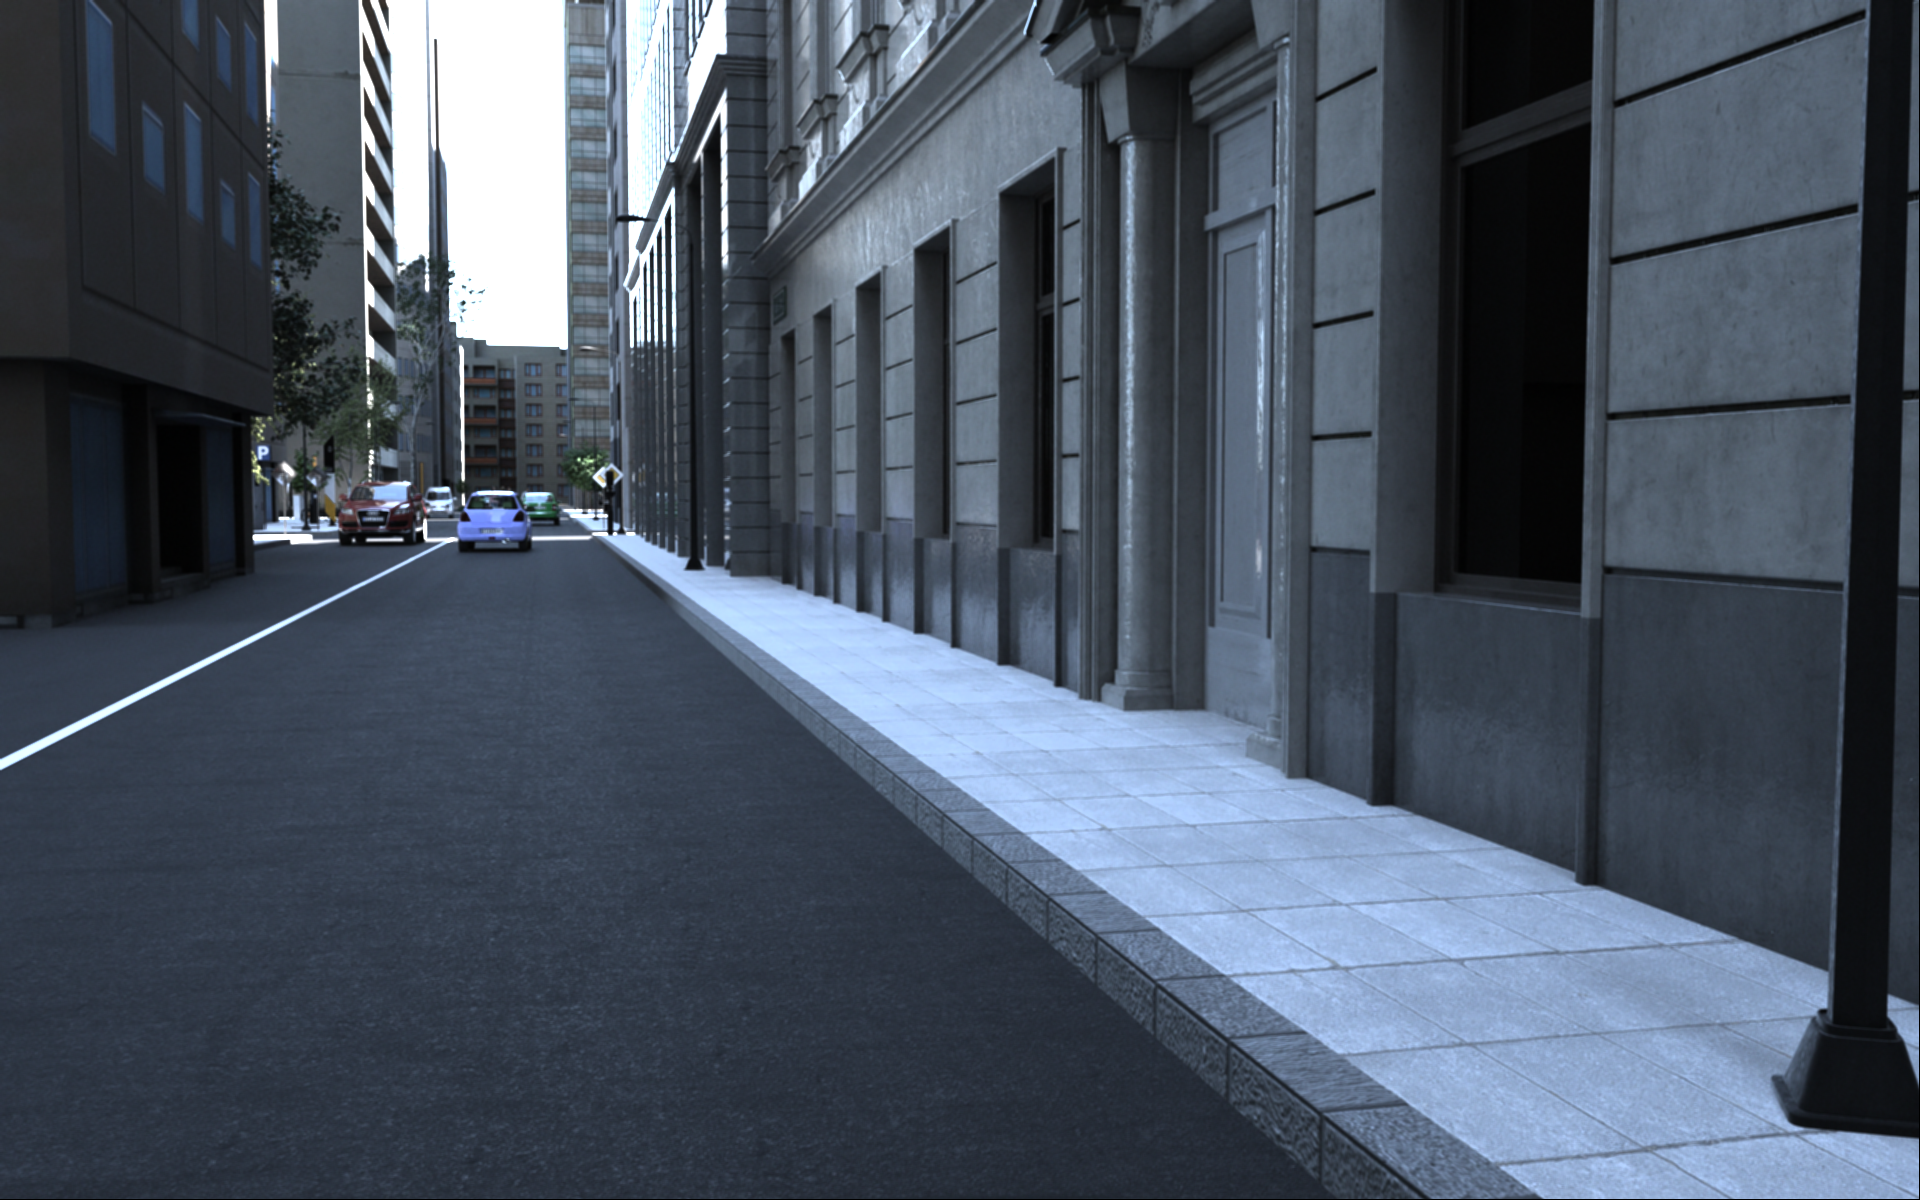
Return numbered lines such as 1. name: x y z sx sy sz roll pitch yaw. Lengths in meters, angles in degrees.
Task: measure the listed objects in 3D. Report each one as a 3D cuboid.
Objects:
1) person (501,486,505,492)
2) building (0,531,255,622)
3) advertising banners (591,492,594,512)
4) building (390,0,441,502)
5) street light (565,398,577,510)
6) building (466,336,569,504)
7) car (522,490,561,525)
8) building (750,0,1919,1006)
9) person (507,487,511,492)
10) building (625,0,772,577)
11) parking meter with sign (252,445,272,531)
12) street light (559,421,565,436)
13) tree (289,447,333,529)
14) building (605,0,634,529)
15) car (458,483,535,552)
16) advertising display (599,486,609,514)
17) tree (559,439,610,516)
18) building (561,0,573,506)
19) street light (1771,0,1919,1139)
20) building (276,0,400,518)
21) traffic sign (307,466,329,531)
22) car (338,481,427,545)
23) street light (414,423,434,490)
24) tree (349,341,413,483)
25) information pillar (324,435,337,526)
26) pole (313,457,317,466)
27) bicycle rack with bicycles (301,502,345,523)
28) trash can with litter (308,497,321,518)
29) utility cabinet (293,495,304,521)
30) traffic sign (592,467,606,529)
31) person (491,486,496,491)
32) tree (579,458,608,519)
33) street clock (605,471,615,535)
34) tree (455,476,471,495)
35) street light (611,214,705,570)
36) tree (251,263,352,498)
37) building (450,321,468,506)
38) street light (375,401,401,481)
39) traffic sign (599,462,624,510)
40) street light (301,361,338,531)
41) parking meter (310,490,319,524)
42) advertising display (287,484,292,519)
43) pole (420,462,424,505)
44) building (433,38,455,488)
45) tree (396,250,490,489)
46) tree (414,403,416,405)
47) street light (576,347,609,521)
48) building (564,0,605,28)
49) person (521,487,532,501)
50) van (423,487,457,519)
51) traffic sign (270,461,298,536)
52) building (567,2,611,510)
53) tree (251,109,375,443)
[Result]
1. person: -20.424 -4.198 77.551 0.576 1.772 0.534 -2 4 -28
2. building: -17.625 -22.749 22.062 14.600 45.320 14.200 -1 4 -14
3. advertising banners: -25.870 -7.676 121.683 0.090 3.025 2.074 -1 4 -16
4. building: -55.354 -36.819 143.981 21.231 58.520 28.212 -1 4 -14
5. street light: -18.214 -6.808 83.845 1.470 5.913 1.316 -1 4 -14
6. building: -63.865 -23.403 227.672 28.899 21.520 27.650 -1 4 -14
7. car: -19.562 -4.394 80.640 1.959 1.807 4.718 -1 4 -13
8. building: 9.813 -14.062 6.330 17.030 29.872 44.131 -1 4 -14
9. person: -26.926 -5.814 103.336 0.755 1.850 0.659 0 4 -3
10. building: -1.777 -16.147 41.503 11.434 29.767 29.804 -1 4 -14
11. parking meter with sign: -24.975 -3.966 61.100 0.543 3.016 1.738 0 4 8
12. street light: -24.395 -8.384 109.620 1.470 5.913 1.316 -1 4 -14
13. tree: -24.500 -4.284 64.651 1.663 3.219 1.824 0 3 0
14. building: -4.383 -38.827 73.069 20.611 71.187 20.563 -1 4 -14
15. car: -11.883 -2.126 44.356 1.945 1.707 3.694 -1 4 -12
16. advertising display: -22.274 -6.343 108.915 0.974 1.923 0.123 -1 4 -15
17. tree: -22.442 -7.372 104.242 4.285 4.588 4.351 0 3 0
18. building: -34.324 -40.103 197.677 21.231 58.520 28.212 -1 4 -14
19. street light: 1.333 -1.882 3.306 1.470 5.913 1.316 -1 4 -14
20. building: -45.382 -29.246 101.879 21.300 48.544 21.600 -1 4 -14
21. traffic sign: -22.469 -3.483 60.589 0.795 2.450 0.064 -1 4 -14
22. car: -16.714 -2.544 50.274 2.281 1.827 5.304 -1 4 -12
23. street light: -34.822 -8.562 112.524 1.470 5.913 1.316 -1 4 -14
24. tree: -29.345 -8.076 82.400 4.737 8.622 4.395 0 3 0
25. information pillar: -25.084 -4.746 68.952 0.504 3.616 0.183 2 4 25
26. pole: -35.056 -6.137 94.189 0.158 3.312 0.155 0 3 0
27. bicycle rack with bicycles: -28.578 -3.990 78.624 2.925 0.926 2.852 -2 4 -30
28. trash can with litter: -34.752 -4.971 92.670 1.055 1.170 0.624 1 4 18
29. utility cabinet: -32.154 -4.476 84.337 0.306 1.237 1.020 -3 4 -38
30. traffic sign: -12.942 -3.622 62.857 0.795 2.450 0.064 -1 4 -14
31. person: -22.284 -4.545 82.827 0.388 1.821 0.555 3 4 38
32. tree: -18.941 -5.895 90.986 1.663 3.219 1.824 0 3 0
33. street clock: -10.911 -3.023 54.002 0.358 2.002 0.471 -1 4 -10
34. tree: -51.648 -11.339 179.986 1.663 3.219 1.824 0 3 0
35. street light: -5.027 -3.455 29.038 1.470 5.913 1.316 -1 4 -14
36. tree: -20.415 -6.052 49.319 4.737 8.622 4.395 0 3 0
37. building: -70.301 -21.155 190.926 28.899 21.520 27.650 -1 4 -14
38. street light: -28.676 -6.983 86.716 1.470 5.913 1.316 -1 4 -14
39. traffic sign: -11.070 -3.147 55.094 0.795 2.450 0.064 -1 4 -14
40. street light: -22.304 -5.376 60.445 1.470 5.913 1.316 -1 4 -14
41. parking meter: -27.874 -4.059 74.779 0.372 1.533 0.369 0 3 0
42. advertising display: -34.940 -5.203 90.285 0.123 1.923 0.974 -2 4 -28
43. pole: -34.747 -7.215 111.814 0.158 3.312 0.155 0 3 0
44. building: -56.550 -31.574 166.350 14.600 45.320 14.200 -1 4 -14
45. tree: -40.440 -16.400 124.027 12.611 20.169 13.585 0 3 0
46. tree: -30.693 -8.571 90.493 4.737 8.622 4.395 0 3 0
47. street light: -11.324 -5.042 54.985 1.470 5.913 1.316 -1 4 -14
48. building: -23.998 -35.608 171.436 28.713 52.752 27.495 -1 4 -14
49. person: -23.860 -5.331 95.512 0.661 1.843 0.795 -2 4 -26
50. van: -30.544 -5.781 101.523 2.013 2.044 4.112 -1 4 -15
51. traffic sign: -20.597 -3.008 52.826 0.795 2.450 0.064 -1 4 -14
52. building: -26.575 -28.516 149.825 14.154 41.232 14.086 -1 4 -14
53. tree: -18.348 -7.453 38.863 9.611 12.733 9.660 0 3 0
